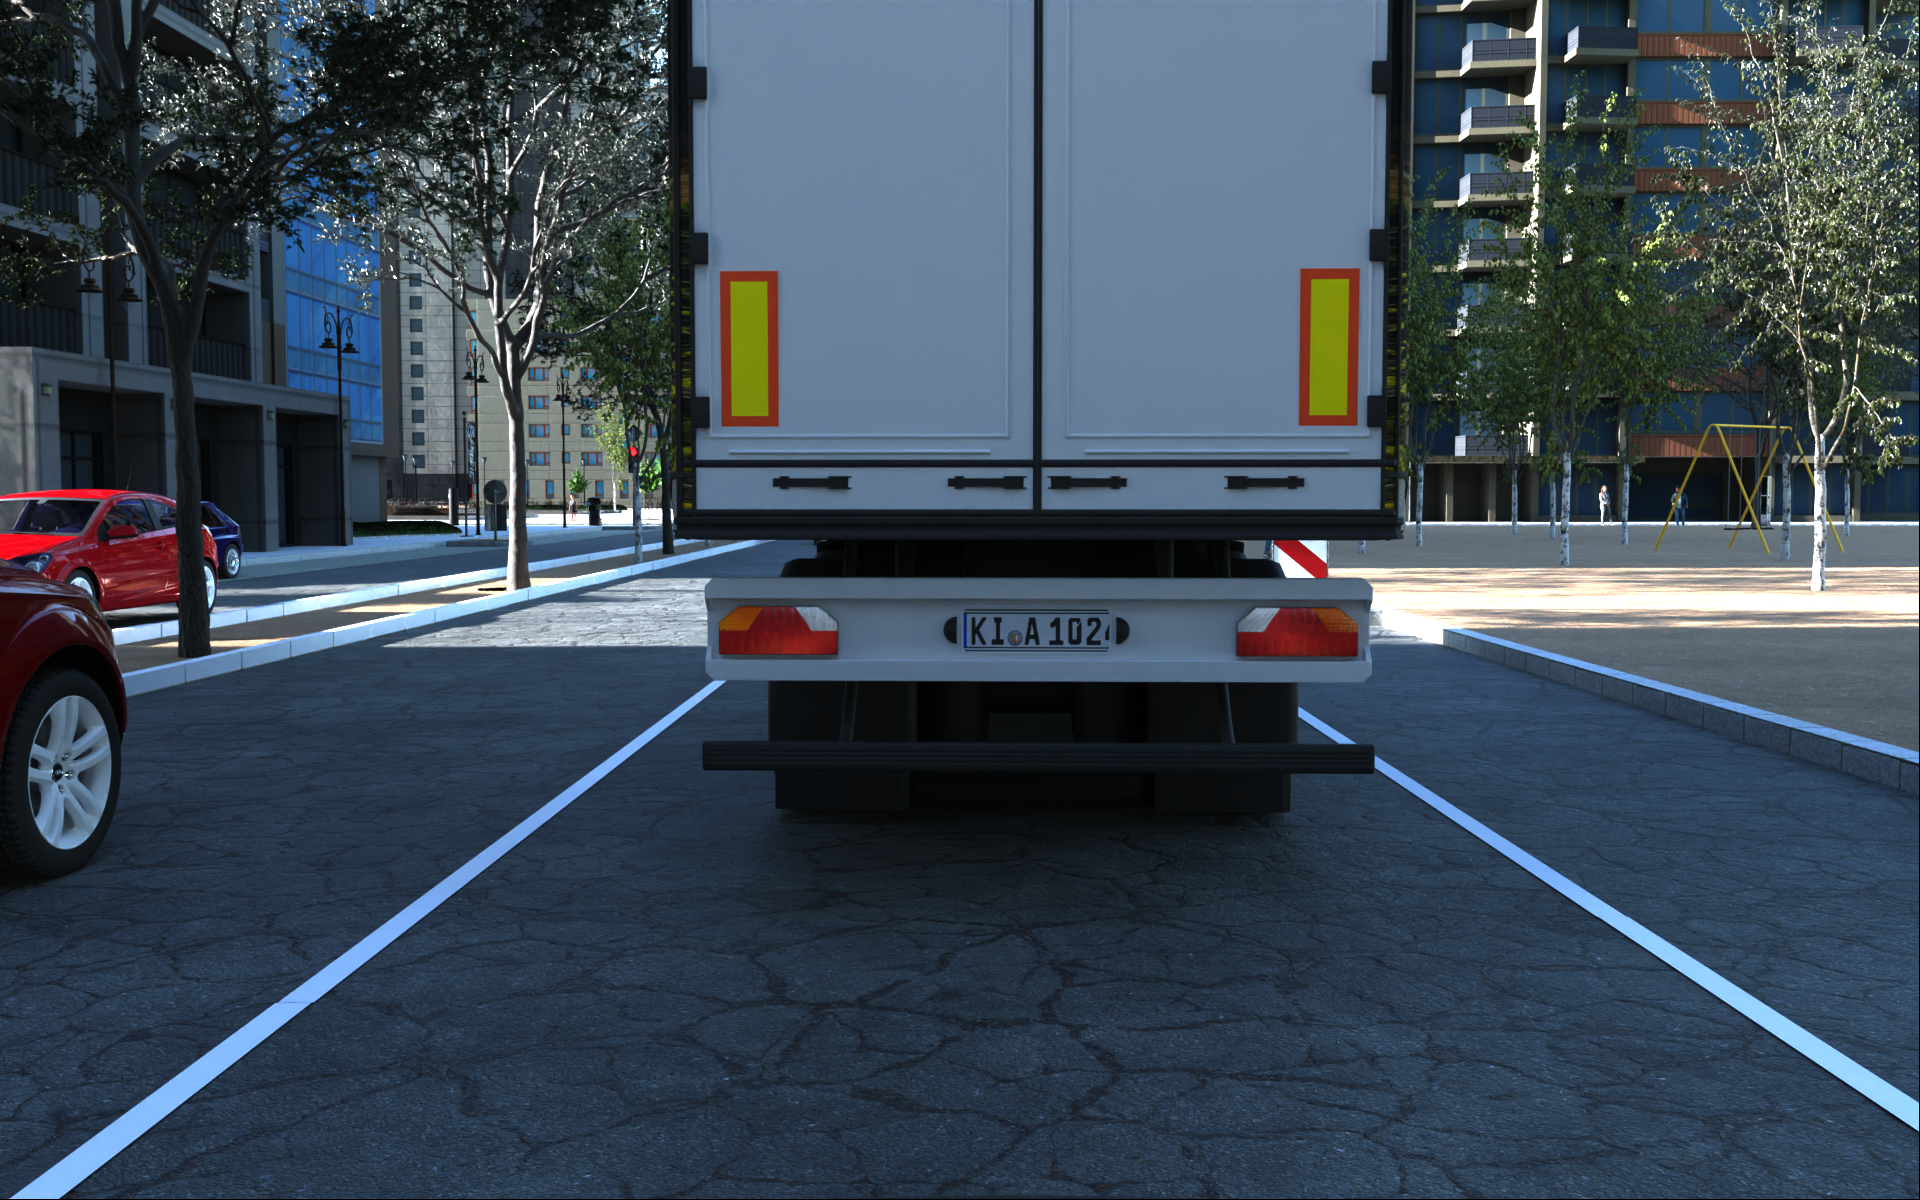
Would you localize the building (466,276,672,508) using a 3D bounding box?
[{"bbox_3d":[-29.854,-19.758,168.084,27.650,21.520,28.899,0,4,0],"label":"building"}]

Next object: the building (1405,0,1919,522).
[{"bbox_3d":[32.916,-26.479,87.557,28.867,44.769,22.147,0,4,0],"label":"building"}]

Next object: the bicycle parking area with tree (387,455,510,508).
[{"bbox_3d":[-39.672,-9.049,134.956,8.231,4.147,9.016,0,4,3],"label":"bicycle parking area with tree"}]

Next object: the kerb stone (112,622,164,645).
[{"bbox_3d":[-7.999,0.340,16.703,0.120,0.150,1.000,0,4,0],"label":"kerb stone"}]

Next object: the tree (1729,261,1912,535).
[{"bbox_3d":[27.307,-6.303,53.417,4.737,8.622,4.395,0,3,0],"label":"tree"}]

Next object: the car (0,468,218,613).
[{"bbox_3d":[-9.665,-0.587,18.635,2.155,1.783,4.494,0,4,1],"label":"car"}]

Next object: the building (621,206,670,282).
[{"bbox_3d":[-28.059,-31.805,211.895,23.993,40.220,32.217,0,4,0],"label":"building"}]

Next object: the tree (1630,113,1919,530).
[{"bbox_3d":[29.006,-9.303,62.480,12.009,13.543,11.850,0,3,0],"label":"tree"}]

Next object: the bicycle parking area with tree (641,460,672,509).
[{"bbox_3d":[-23.756,-9.769,146.727,8.231,4.147,9.016,0,4,-7],"label":"bicycle parking area with tree"}]

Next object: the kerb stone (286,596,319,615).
[{"bbox_3d":[-7.983,0.085,20.799,0.120,0.150,1.000,0,4,0],"label":"kerb stone"}]

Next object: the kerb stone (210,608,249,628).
[{"bbox_3d":[-7.997,0.215,18.755,0.120,0.150,1.000,0,4,0],"label":"kerb stone"}]

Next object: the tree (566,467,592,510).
[{"bbox_3d":[-27.155,-7.844,122.846,1.663,3.219,1.824,0,3,0],"label":"tree"}]

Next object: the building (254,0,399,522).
[{"bbox_3d":[-28.947,-25.029,59.336,14.200,45.320,14.600,0,4,0],"label":"building"}]

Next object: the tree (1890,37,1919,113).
[{"bbox_3d":[26.504,-8.203,44.491,12.009,13.543,11.850,0,3,0],"label":"tree"}]

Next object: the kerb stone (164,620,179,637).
[{"bbox_3d":[-7.994,0.284,17.731,0.120,0.150,1.000,0,4,0],"label":"kerb stone"}]

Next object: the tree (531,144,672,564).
[{"bbox_3d":[-6.525,-5.020,34.897,4.737,8.622,4.395,0,3,0],"label":"tree"}]

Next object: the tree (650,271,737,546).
[{"bbox_3d":[-6.889,-5.774,47.224,4.360,8.622,3.978,0,3,0],"label":"tree"}]

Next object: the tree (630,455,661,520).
[{"bbox_3d":[-15.655,-5.617,86.447,1.663,3.219,1.824,0,3,0],"label":"tree"}]

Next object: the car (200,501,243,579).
[{"bbox_3d":[-13.145,-0.938,27.915,1.945,1.354,3.894,0,4,2],"label":"car"}]

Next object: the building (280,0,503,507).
[{"bbox_3d":[-70.949,-47.620,216.836,20.611,71.187,20.563,0,4,0],"label":"building"}]

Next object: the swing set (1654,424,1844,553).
[{"bbox_3d":[17.849,-2.550,39.311,3.119,2.851,2.862,-2,4,-33],"label":"swing set"}]

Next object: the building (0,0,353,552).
[{"bbox_3d":[-25.542,-36.626,37.082,20.563,71.187,20.611,0,4,0],"label":"building"}]

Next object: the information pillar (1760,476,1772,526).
[{"bbox_3d":[32.664,-4.020,70.212,0.304,2.012,0.304,-3,5,-39],"label":"information pillar"}]

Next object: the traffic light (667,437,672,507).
[{"bbox_3d":[-10.958,-6.297,77.618,4.771,5.953,1.251,0,4,0],"label":"traffic light"}]

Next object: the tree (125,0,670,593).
[{"bbox_3d":[-6.477,-6.861,24.997,12.009,13.543,11.850,0,3,0],"label":"tree"}]

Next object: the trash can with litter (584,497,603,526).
[{"bbox_3d":[-14.827,-3.596,70.179,0.624,1.170,1.055,0,4,-2],"label":"trash can with litter"}]

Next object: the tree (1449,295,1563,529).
[{"bbox_3d":[20.068,-6.908,63.305,4.360,8.622,3.978,0,3,0],"label":"tree"}]

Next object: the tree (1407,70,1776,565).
[{"bbox_3d":[11.196,-4.945,31.218,4.737,8.622,4.395,0,3,0],"label":"tree"}]

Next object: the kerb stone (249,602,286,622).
[{"bbox_3d":[-7.988,0.157,19.777,0.120,0.150,1.000,0,4,0],"label":"kerb stone"}]

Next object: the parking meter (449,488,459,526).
[{"bbox_3d":[-20.588,-3.793,70.432,0.372,1.533,0.369,0,3,0],"label":"parking meter"}]

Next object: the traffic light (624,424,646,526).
[{"bbox_3d":[-13.081,-4.935,69.606,0.839,4.253,0.868,0,4,0],"label":"traffic light"}]

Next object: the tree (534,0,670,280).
[{"bbox_3d":[-7.847,-12.390,60.923,12.611,20.169,13.585,0,3,0],"label":"tree"}]

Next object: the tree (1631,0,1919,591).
[{"bbox_3d":[11.219,-4.419,22.614,4.360,8.622,3.978,0,3,0],"label":"tree"}]

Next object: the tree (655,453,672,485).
[{"bbox_3d":[-20.022,-8.460,122.030,4.285,4.588,4.351,0,3,0],"label":"tree"}]

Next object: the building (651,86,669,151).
[{"bbox_3d":[-40.127,-43.133,247.220,28.212,58.520,21.231,0,4,0],"label":"building"}]

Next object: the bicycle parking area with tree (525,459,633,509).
[{"bbox_3d":[-33.483,-9.596,143.895,8.231,4.147,9.016,2,4,28],"label":"bicycle parking area with tree"}]

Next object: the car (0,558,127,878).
[{"bbox_3d":[-4.383,0.232,4.884,2.281,1.827,5.304,0,4,2],"label":"car"}]

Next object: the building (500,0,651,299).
[{"bbox_3d":[-50.337,-47.635,217.083,20.611,71.187,20.563,0,4,0],"label":"building"}]

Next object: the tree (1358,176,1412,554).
[{"bbox_3d":[8.677,-5.307,37.129,4.737,8.622,4.395,0,3,0],"label":"tree"}]

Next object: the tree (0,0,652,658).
[{"bbox_3d":[-6.678,-4.791,15.201,8.767,10.594,7.601,0,4,0],"label":"tree"}]
